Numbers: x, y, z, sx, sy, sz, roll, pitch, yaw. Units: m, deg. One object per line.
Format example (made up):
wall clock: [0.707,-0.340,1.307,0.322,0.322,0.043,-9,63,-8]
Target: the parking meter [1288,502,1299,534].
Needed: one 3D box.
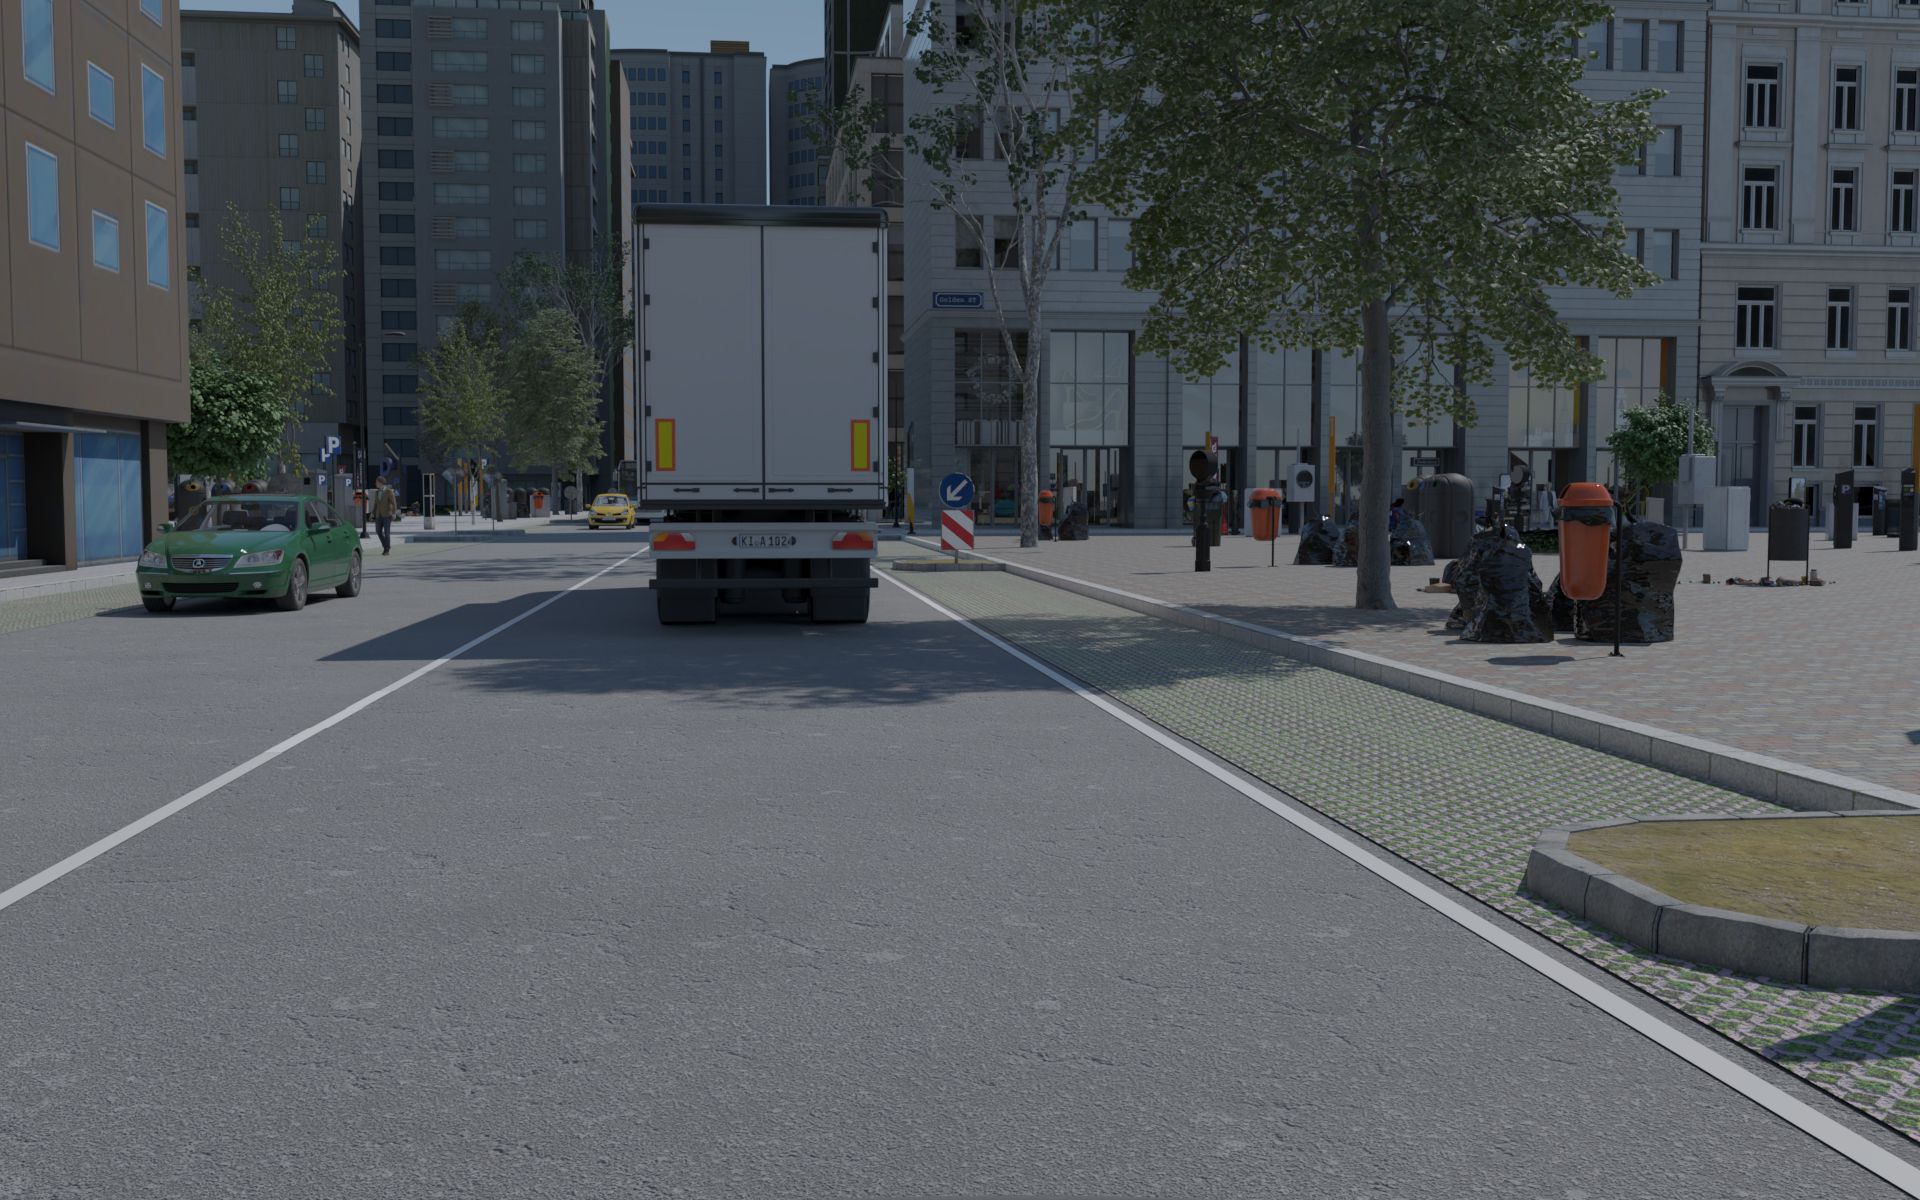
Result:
parking meter: [10.813,-3.083,56.112,0.255,1.863,0.399,0,4,-5]

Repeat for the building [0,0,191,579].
building: [-21.358,-22.962,25.541,14.600,45.320,14.200,0,4,-7]

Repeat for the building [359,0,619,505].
building: [-41.539,-43.960,156.992,20.563,71.187,20.611,0,4,-7]

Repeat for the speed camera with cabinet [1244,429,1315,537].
speed camera with cabinet: [9.627,-3.536,52.154,2.038,3.252,0.660,-1,4,-14]

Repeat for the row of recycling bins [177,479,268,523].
row of recycling bins: [-20.114,-2.526,48.406,3.534,1.692,1.069,0,4,0]

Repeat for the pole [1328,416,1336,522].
pole: [9.762,-3.158,45.484,0.158,3.312,0.155,0,3,0]

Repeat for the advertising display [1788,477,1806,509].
advertising display: [32.166,-3.754,66.584,0.974,1.923,0.123,-2,4,-33]

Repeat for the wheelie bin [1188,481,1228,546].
wheelie bin: [6.109,-2.118,42.537,0.980,1.594,0.693,-1,4,-11]

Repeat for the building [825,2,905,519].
building: [2.276,-18.417,105.627,19.350,26.468,34.151,0,4,-7]

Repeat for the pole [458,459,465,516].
pole: [-28.676,-6.451,99.321,0.158,3.312,0.155,0,3,0]

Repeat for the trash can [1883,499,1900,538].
trash can: [27.615,-2.412,51.094,0.748,1.137,0.748,0,3,0]

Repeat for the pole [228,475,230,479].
pole: [-41.298,-6.364,97.902,0.158,3.312,0.155,0,3,0]

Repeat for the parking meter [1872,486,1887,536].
parking meter: [28.427,-2.759,53.514,0.372,1.533,0.369,0,3,0]

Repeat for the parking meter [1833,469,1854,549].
parking meter: [20.807,-2.147,40.816,0.399,1.863,0.255,1,4,11]

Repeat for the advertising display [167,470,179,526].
advertising display: [-21.120,-2.478,45.735,0.974,1.923,0.123,1,4,8]

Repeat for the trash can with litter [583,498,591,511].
trash can with litter: [-28.322,-7.267,130.205,1.055,1.170,0.624,-3,5,-43]

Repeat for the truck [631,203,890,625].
truck: [-2.551,-2.047,22.390,2.839,4.237,11.283,0,4,-7]

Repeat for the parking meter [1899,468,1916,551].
parking meter: [21.386,-2.043,39.107,0.255,1.863,0.399,1,4,23]

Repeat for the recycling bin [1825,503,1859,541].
recycling bin: [24.446,-2.169,48.024,0.722,1.027,0.722,1,4,19]

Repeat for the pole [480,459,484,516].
pole: [-27.796,-6.531,100.624,0.158,3.312,0.155,0,3,0]

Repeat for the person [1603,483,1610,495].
person: [22.102,-3.122,59.726,0.592,1.802,0.473,1,4,21]

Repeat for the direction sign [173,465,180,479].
direction sign: [-41.465,-6.099,91.723,0.379,3.537,0.876,2,4,33]

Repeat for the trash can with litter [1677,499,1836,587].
trash can with litter: [11.338,-0.830,24.631,2.233,1.210,1.678,1,4,18]

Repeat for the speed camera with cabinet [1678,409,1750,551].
speed camera with cabinet: [17.298,-2.776,39.728,0.660,3.252,2.038,-1,4,-8]

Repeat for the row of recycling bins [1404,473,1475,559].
row of recycling bins: [9.970,-1.765,35.970,1.069,1.692,3.534,0,4,4]

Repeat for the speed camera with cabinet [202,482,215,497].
speed camera with cabinet: [-35.794,-5.354,81.872,2.038,3.252,0.660,2,4,33]

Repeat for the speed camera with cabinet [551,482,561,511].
speed camera with cabinet: [-31.515,-8.433,132.212,2.038,3.252,0.660,0,4,-5]

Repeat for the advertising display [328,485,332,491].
advertising display: [-45.787,-7.428,126.667,0.974,1.923,0.123,2,4,25]

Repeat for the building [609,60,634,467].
building: [-40.687,-32.127,175.392,14.600,45.320,14.200,0,4,-7]

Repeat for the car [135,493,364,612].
car: [-9.162,-0.664,22.656,2.131,1.459,4.920,0,4,-6]

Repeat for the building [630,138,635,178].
building: [-50.267,-33.198,197.410,28.867,44.769,22.147,0,4,-7]

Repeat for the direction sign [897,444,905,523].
direction sign: [-2.623,-5.256,77.931,0.379,3.537,0.876,2,4,28]

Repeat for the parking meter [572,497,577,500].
parking meter: [-26.406,-6.733,118.491,0.372,1.533,0.369,0,3,0]

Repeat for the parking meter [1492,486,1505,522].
parking meter: [16.254,-2.683,52.276,0.372,1.533,0.369,0,3,0]

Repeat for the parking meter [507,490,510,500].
parking meter: [-25.510,-5.452,97.557,0.372,1.533,0.369,0,3,0]

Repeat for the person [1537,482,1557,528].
person: [20.488,-3.184,60.431,0.514,1.842,0.818,-2,4,-25]

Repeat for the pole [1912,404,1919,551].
pole: [21.696,-2.781,39.305,0.158,3.312,0.155,0,3,0]

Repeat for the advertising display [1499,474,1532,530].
advertising display: [17.388,-3.000,54.261,0.974,1.923,0.123,1,4,11]

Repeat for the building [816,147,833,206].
building: [-5.301,-22.997,147.697,14.160,30.474,14.107,0,4,-7]

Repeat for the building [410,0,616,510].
building: [-35.962,-27.985,141.147,14.154,41.232,14.086,0,4,-7]

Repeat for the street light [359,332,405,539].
street light: [-16.598,-4.721,49.724,1.470,5.913,1.316,0,4,-7]

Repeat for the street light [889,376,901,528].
street light: [-2.979,-5.728,66.187,1.470,5.913,1.316,0,4,-7]

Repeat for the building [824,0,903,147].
building: [-4.349,-44.402,164.231,20.563,71.187,20.611,0,4,-7]

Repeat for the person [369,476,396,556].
person: [-13.433,-1.952,40.323,0.656,1.842,0.836,-1,4,-8]

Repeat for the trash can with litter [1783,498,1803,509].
trash can with litter: [24.001,-2.364,50.038,0.624,1.170,1.055,2,4,26]

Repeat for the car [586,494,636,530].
car: [-14.240,-3.709,70.860,2.015,1.641,3.980,0,4,-7]

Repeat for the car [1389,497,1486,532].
car: [16.609,-2.900,59.994,3.894,1.354,1.945,0,4,-8]

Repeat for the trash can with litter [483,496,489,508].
trash can with litter: [-28.661,-5.746,105.342,1.055,1.170,0.624,1,4,11]

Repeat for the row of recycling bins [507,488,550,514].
row of recycling bins: [-27.493,-6.271,109.649,1.069,1.692,3.534,3,5,42]

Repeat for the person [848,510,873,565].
person: [-2.105,-1.603,34.810,0.635,1.810,0.391,2,4,28]

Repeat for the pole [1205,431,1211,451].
pole: [8.084,-3.829,56.450,0.158,3.312,0.155,0,3,0]

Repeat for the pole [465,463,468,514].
pole: [-32.206,-7.283,112.924,0.158,3.312,0.155,0,3,0]

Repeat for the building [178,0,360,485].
building: [-78.278,-36.777,190.537,27.495,52.752,28.713,0,4,-7]

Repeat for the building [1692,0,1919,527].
building: [37.496,-17.614,73.897,20.117,28.700,13.634,0,4,-7]

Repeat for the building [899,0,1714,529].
building: [12.919,-17.843,69.234,29.804,29.767,11.434,0,4,-7]

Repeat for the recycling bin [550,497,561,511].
recycling bin: [-31.369,-7.422,133.896,0.722,1.027,0.722,-3,5,-42]

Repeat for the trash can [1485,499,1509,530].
trash can: [16.546,-2.553,53.400,0.748,1.137,0.748,0,3,0]
